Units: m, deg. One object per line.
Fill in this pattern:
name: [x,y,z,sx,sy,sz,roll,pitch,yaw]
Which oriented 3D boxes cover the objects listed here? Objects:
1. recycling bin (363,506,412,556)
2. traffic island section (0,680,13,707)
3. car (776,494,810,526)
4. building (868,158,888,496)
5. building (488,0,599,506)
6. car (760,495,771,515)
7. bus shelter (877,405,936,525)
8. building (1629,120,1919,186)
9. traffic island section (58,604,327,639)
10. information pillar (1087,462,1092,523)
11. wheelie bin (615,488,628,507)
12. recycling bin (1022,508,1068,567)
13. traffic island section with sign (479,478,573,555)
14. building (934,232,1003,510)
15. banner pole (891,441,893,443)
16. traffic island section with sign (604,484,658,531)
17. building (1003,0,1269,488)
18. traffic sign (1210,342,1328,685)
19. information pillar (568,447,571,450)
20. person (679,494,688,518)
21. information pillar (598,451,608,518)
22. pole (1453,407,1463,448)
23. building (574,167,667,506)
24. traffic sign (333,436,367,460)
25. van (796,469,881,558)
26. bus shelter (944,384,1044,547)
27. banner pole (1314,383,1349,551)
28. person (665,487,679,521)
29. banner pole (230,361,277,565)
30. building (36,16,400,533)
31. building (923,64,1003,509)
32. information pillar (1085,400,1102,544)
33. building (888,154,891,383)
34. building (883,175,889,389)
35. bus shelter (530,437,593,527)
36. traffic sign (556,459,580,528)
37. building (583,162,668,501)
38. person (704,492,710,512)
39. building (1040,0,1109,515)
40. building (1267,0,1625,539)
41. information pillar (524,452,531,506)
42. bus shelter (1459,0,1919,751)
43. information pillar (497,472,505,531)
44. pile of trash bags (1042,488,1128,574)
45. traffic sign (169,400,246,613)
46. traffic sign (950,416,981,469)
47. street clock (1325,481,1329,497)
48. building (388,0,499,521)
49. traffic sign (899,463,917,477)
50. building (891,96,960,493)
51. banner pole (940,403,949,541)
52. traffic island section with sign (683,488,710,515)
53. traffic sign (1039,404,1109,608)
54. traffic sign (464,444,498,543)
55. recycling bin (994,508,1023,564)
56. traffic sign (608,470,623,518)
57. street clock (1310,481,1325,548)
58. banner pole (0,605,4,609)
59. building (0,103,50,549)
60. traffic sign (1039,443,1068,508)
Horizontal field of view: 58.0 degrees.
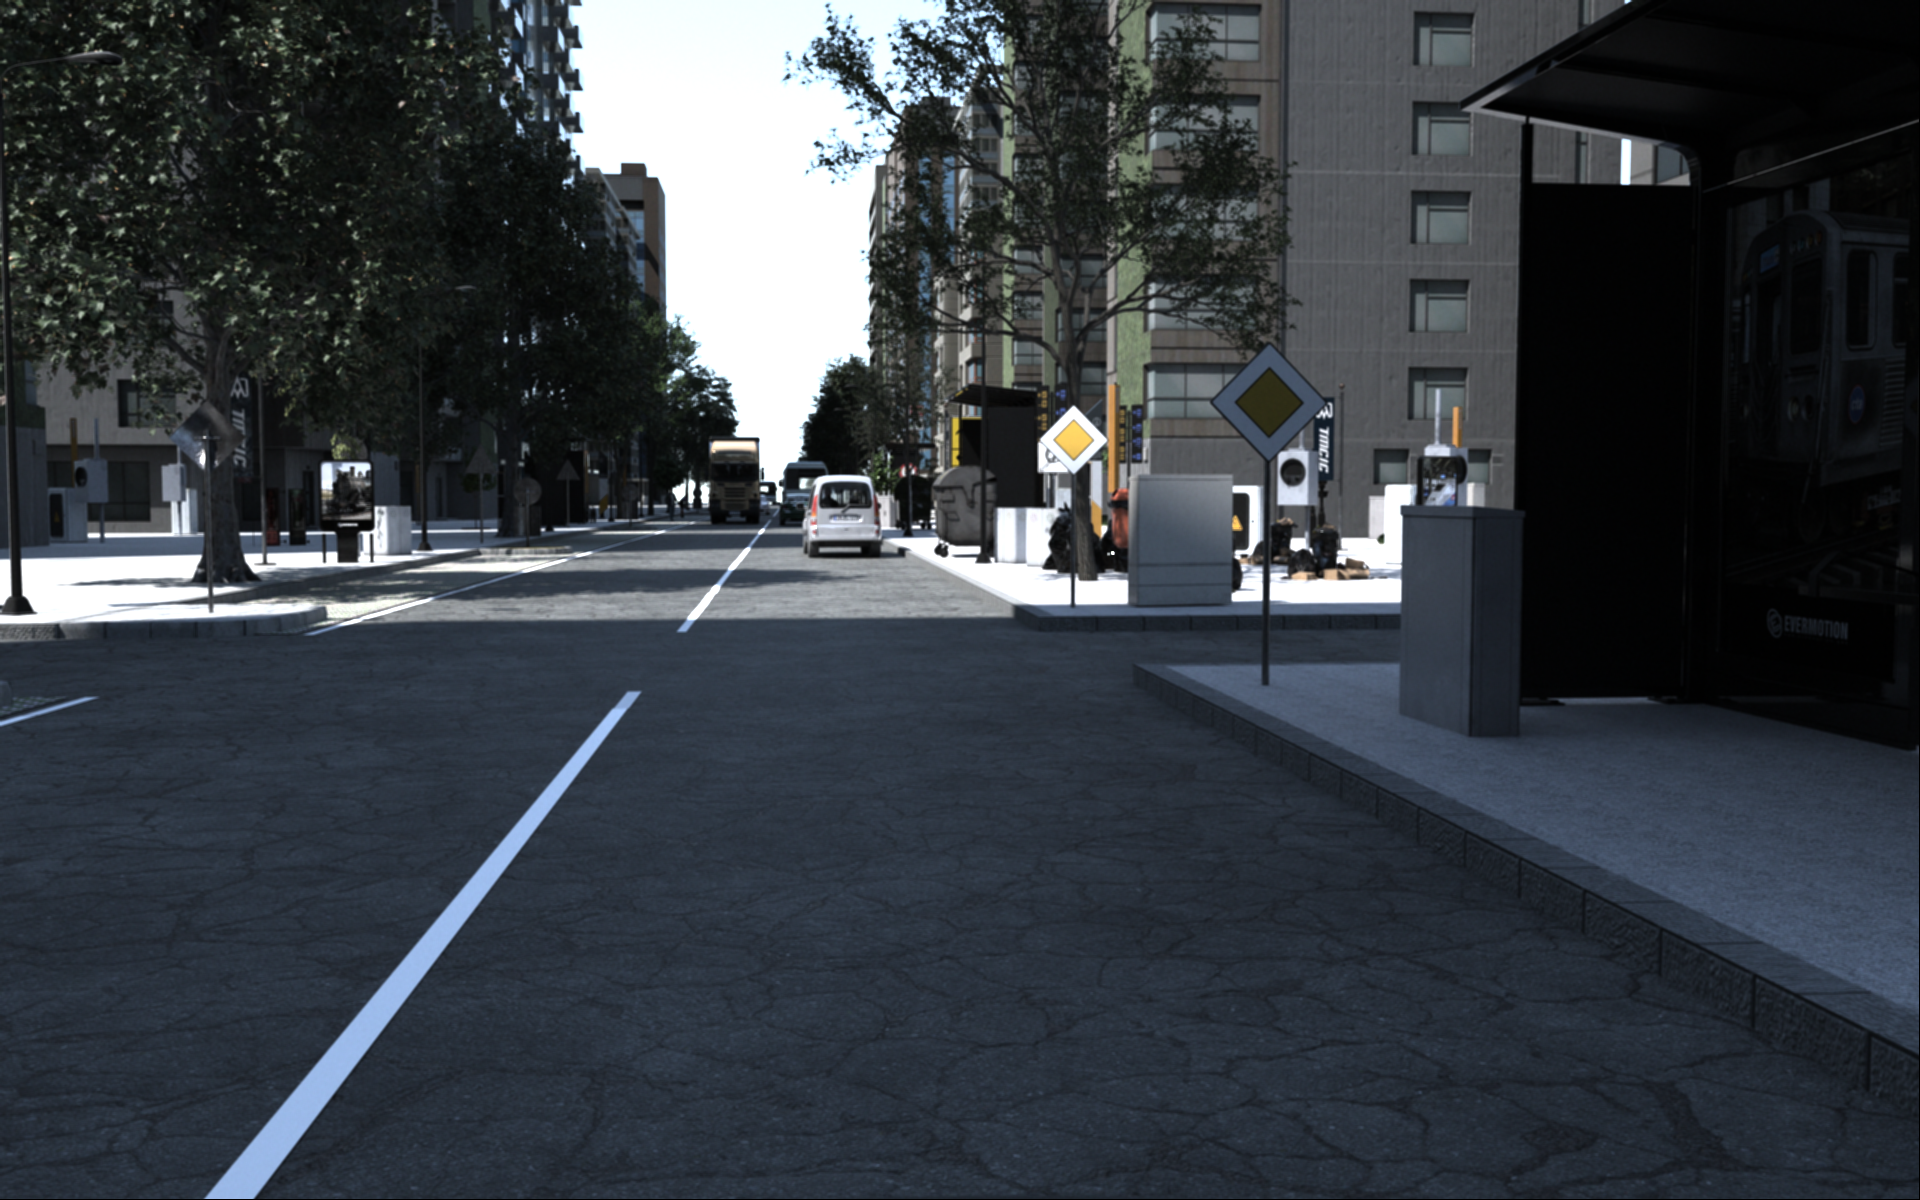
recycling bin: [-12.017,-1.455,36.339,0.722,1.027,0.722,2,4,27]
traffic island section: [-7.327,0.706,10.739,2.009,0.180,2.903,0,4,-6]
car: [-7.463,-4.198,80.441,2.131,1.459,4.920,0,4,-6]
building: [-1.652,-37.874,242.935,21.300,48.544,21.600,0,4,-6]
building: [-41.674,-31.596,136.200,23.786,49.044,30.456,0,4,-6]
car: [-14.213,-6.644,120.995,2.083,1.381,4.827,0,4,-6]
bus shelter: [-2.423,-5.977,75.353,2.179,5.291,8.768,0,4,-6]
building: [30.215,-36.725,38.711,20.611,71.187,20.563,0,4,-6]
traffic island section: [-8.101,0.220,18.687,2.009,0.180,2.903,0,4,-6]
information pillar: [2.852,-2.158,39.771,0.304,2.012,0.304,0,4,-5]
wheelie bin: [-18.034,-5.194,92.824,0.980,1.594,0.693,0,4,8]
recycling bin: [1.647,-1.098,30.507,0.722,1.027,0.722,3,4,36]
traffic island section with sign: [-10.311,-1.997,41.279,1.989,1.847,2.006,0,4,-6]
building: [13.089,-17.188,126.064,27.650,21.520,28.899,0,4,-6]
banner pole: [-3.377,-5.583,81.293,0.863,3.779,0.401,2,4,31]
traffic island section with sign: [-12.925,-3.638,68.108,1.989,1.847,2.006,0,4,-6]
building: [9.344,-25.670,103.303,14.154,41.232,14.086,0,4,-6]
traffic sign: [2.048,-0.485,11.567,0.795,2.450,0.064,0,4,-6]
information pillar: [-18.681,-5.559,82.252,0.504,3.616,0.183,-1,4,-17]
person: [-16.784,-5.714,105.161,0.421,1.427,0.697,2,4,34]
information pillar: [-18.853,-6.124,91.482,0.504,3.616,0.183,-2,4,-35]
pole: [11.642,-2.860,40.599,0.158,3.312,0.155,0,3,0]
building: [-53.547,-32.169,217.849,32.217,40.220,23.993,0,4,-6]
traffic sign: [-13.360,-2.314,37.941,0.768,2.556,0.104,0,4,2]
van: [-2.795,-2.046,40.471,2.013,2.044,4.112,0,4,-7]
bus shelter: [0.754,-2.982,40.044,1.731,3.624,6.357,0,4,-5]
banner pole: [8.428,-3.019,39.378,0.863,3.779,0.401,1,4,22]
person: [-15.074,-4.993,90.483,0.721,1.781,0.623,3,4,36]
banner pole: [-12.760,-2.512,31.081,0.863,3.779,0.401,-3,4,-36]
building: [-28.908,-17.724,61.494,14.160,30.474,14.107,0,4,-6]
building: [12.731,-28.151,152.155,32.217,40.220,23.993,0,4,-6]
information pillar: [3.303,-3.155,42.944,0.504,3.616,0.183,-1,4,-19]
building: [-1.385,-34.267,210.369,14.600,45.320,14.200,0,4,-6]
building: [-3.050,-33.111,224.956,14.154,41.232,14.086,0,4,-6]
bus shelter: [-16.211,-4.858,70.709,1.731,3.624,6.357,0,4,-5]
traffic sign: [-14.680,-3.966,64.843,0.884,2.594,0.081,0,4,1]
building: [-47.617,-35.921,237.420,14.600,45.320,14.200,0,4,-6]
person: [-20.017,-7.952,139.224,1.217,1.735,0.721,-1,4,-21]
building: [10.974,-19.391,88.744,14.160,30.474,14.107,0,4,-6]
building: [11.747,-22.763,55.778,14.154,41.232,14.086,0,4,-6]
information pillar: [-23.205,-6.223,93.095,0.504,3.616,0.183,1,4,21]
bus shelter: [4.141,-0.992,7.503,1.731,3.624,6.357,0,4,-6]
information pillar: [-15.410,-3.300,58.441,0.304,2.012,0.304,1,4,14]
pile of trash bags: [2.455,-1.129,28.209,1.912,1.369,3.447,0,4,-5]
traffic sign: [-8.079,-0.917,18.627,0.795,2.450,0.064,0,4,-6]
traffic sign: [0.879,-3.122,44.920,2.265,3.308,0.079,0,4,3]
street clock: [9.377,-2.467,44.899,0.358,2.002,0.471,0,4,5]
building: [-30.774,-24.437,83.144,14.154,41.232,14.086,0,4,-6]
traffic sign: [-2.098,-4.304,70.474,0.768,2.556,0.104,0,4,4]
building: [0.190,-33.405,196.282,14.600,45.320,14.200,0,4,-6]
banner pole: [-0.357,-3.509,47.384,0.401,3.779,0.863,0,4,-7]
traffic island section with sign: [-17.731,-6.654,117.423,1.989,1.847,2.006,0,4,-6]
traffic sign: [1.273,-0.971,19.515,0.795,2.450,0.064,0,4,-6]
traffic sign: [-12.465,-2.757,45.079,0.884,2.594,0.081,0,4,4]
recycling bin: [1.112,-1.198,32.143,0.722,1.027,0.722,-2,4,-31]
traffic sign: [-18.362,-5.628,92.017,0.884,2.594,0.081,0,4,2]
street clock: [8.361,-2.232,41.057,0.358,2.002,0.471,0,4,4]
banner pole: [-10.754,-1.779,19.096,0.401,3.779,0.863,-3,4,-38]
building: [-28.960,-21.451,34.326,14.154,41.232,14.086,0,4,-6]
traffic sign: [1.846,-1.964,34.236,0.606,2.300,0.079,0,4,1]
